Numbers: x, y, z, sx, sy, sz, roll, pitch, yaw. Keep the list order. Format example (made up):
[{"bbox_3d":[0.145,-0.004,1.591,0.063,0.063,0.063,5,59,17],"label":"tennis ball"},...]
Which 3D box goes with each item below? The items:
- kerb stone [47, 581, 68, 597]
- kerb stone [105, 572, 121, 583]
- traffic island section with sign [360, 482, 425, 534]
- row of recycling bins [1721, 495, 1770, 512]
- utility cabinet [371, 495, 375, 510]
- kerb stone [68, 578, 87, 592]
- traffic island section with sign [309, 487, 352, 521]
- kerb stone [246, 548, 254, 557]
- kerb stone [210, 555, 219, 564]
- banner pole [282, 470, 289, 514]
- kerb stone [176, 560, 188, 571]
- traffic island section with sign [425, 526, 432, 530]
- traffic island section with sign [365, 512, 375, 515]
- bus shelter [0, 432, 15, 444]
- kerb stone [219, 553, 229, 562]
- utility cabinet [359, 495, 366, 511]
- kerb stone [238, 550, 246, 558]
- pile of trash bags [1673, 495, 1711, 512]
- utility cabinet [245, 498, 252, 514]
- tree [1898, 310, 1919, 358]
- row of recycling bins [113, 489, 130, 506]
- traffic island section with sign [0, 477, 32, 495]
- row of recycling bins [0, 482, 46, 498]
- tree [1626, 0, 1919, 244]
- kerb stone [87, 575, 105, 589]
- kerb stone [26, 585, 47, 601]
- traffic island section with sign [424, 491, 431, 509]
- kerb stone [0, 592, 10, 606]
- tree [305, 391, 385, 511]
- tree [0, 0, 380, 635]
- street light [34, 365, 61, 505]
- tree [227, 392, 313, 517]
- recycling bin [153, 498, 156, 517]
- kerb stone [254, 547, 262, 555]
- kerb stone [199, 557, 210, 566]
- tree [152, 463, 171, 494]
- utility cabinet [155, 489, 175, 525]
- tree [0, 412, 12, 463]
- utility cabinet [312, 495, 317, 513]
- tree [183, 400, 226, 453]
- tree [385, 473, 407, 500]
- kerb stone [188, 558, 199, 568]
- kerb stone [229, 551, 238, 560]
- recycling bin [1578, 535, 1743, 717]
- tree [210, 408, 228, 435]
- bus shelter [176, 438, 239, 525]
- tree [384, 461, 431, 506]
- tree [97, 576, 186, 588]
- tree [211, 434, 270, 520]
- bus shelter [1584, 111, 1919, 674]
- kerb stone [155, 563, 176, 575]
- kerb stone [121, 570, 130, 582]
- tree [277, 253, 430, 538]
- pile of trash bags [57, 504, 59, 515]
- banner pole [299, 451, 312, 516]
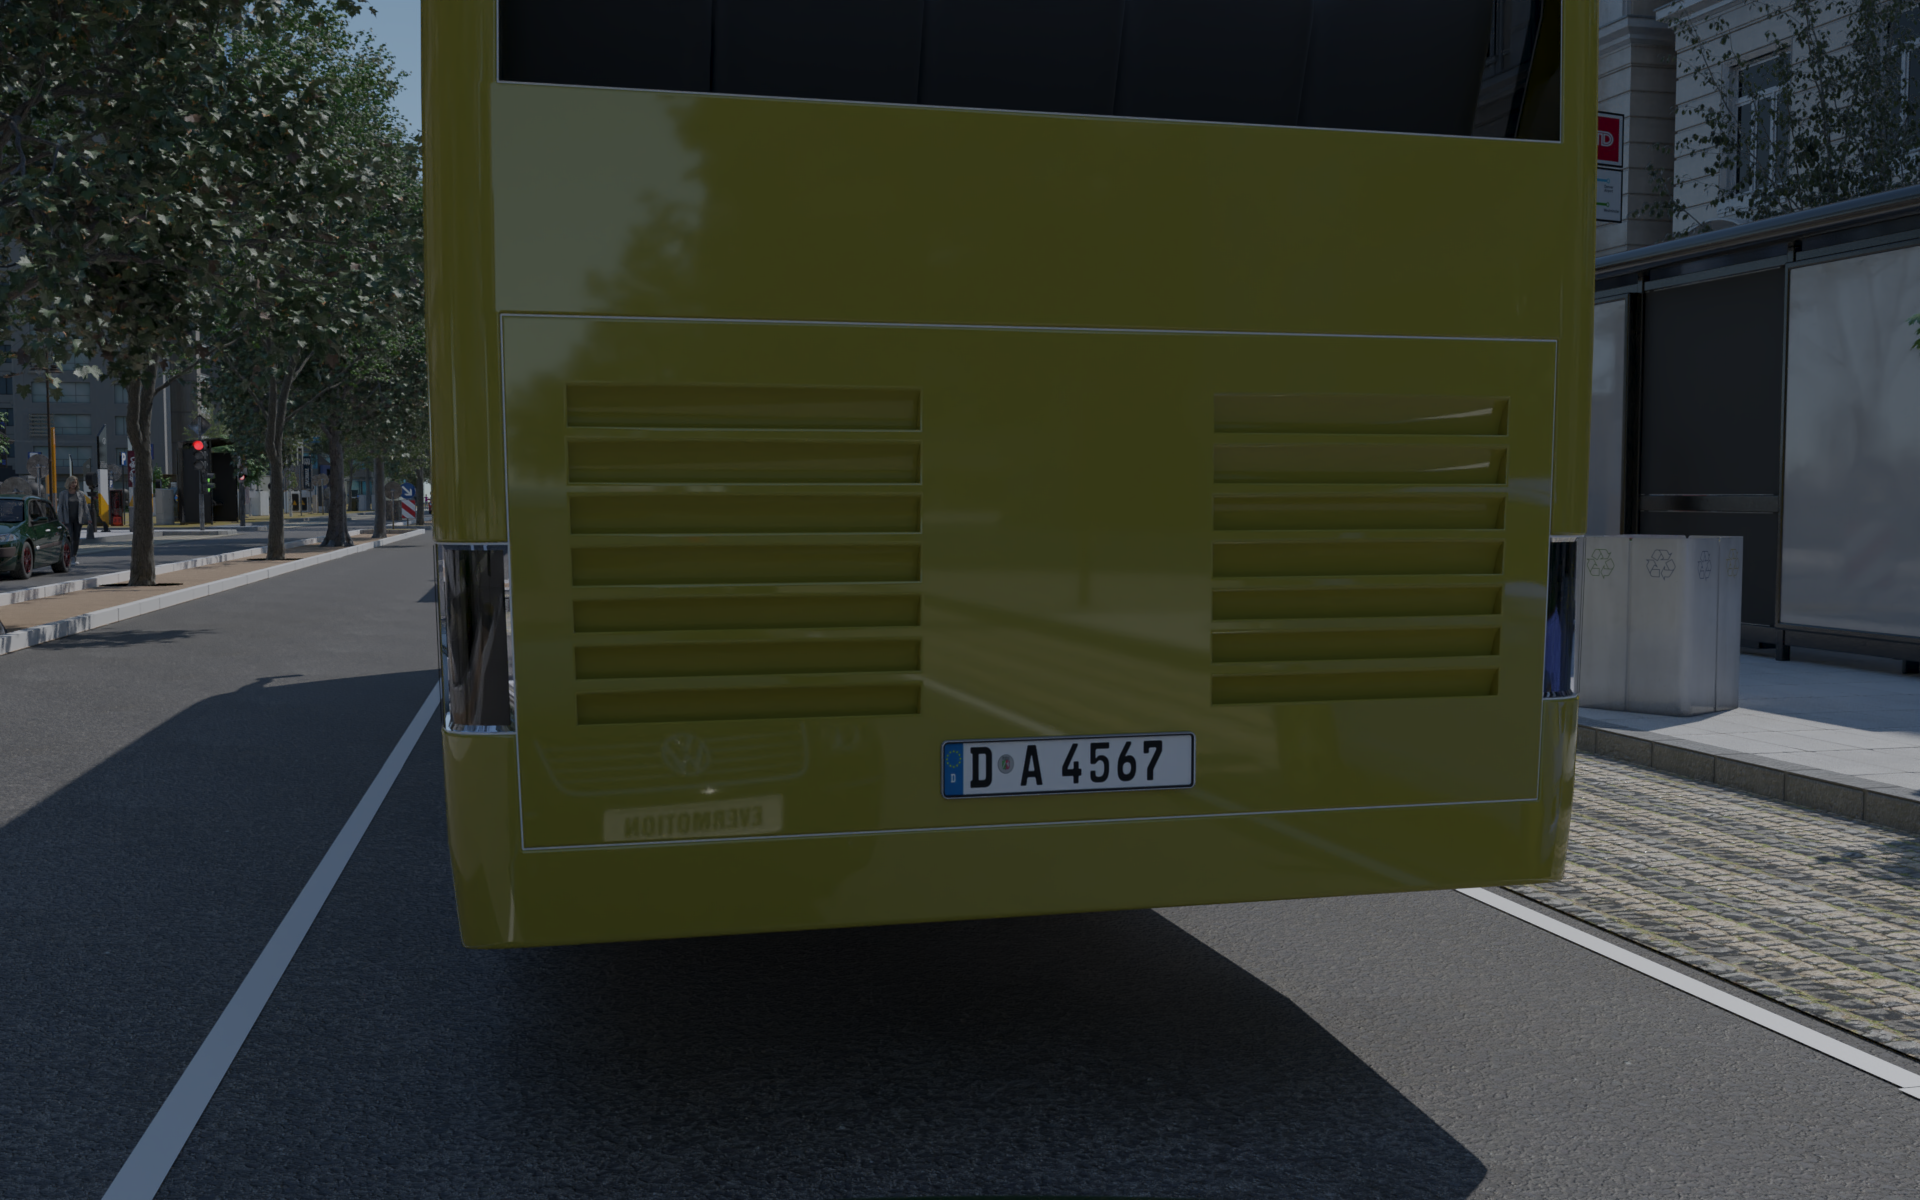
[{"bbox_3d":[-12.816,-0.132,24.420,0.120,0.150,1.000,-1,4,-13],"label":"kerb stone"},{"bbox_3d":[-13.515,-0.319,27.414,0.120,0.150,1.000,-1,4,-13],"label":"kerb stone"},{"bbox_3d":[-20.557,-3.331,62.593,2.006,1.907,1.989,-1,4,-13],"label":"traffic island section with sign"},{"bbox_3d":[13.900,-1.307,28.483,1.069,1.692,3.534,-1,4,-15],"label":"row of recycling bins"},{"bbox_3d":[-47.073,-7.877,139.956,1.020,1.237,0.306,2,4,26],"label":"utility cabinet"},{"bbox_3d":[-13.044,-0.197,25.416,0.120,0.150,1.000,-1,4,-13],"label":"kerb stone"},{"bbox_3d":[-33.706,-5.146,92.772,1.989,1.847,2.006,-1,4,-13],"label":"traffic island section with sign"},{"bbox_3d":[-16.277,-1.051,39.409,0.120,0.150,1.000,-1,4,-13],"label":"kerb stone"},{"bbox_3d":[-15.359,-0.798,35.400,0.120,0.150,1.000,-1,4,-13],"label":"kerb stone"},{"bbox_3d":[-43.907,-7.483,112.356,0.863,3.779,0.401,2,4,28],"label":"banner pole"},{"bbox_3d":[-14.663,-0.616,32.408,0.120,0.150,1.000,-1,4,-13],"label":"kerb stone"},{"bbox_3d":[-22.214,-3.772,69.814,2.006,1.907,1.989,-1,4,-13],"label":"traffic island section with sign"},{"bbox_3d":[-39.758,-6.753,119.041,1.989,1.847,2.006,-1,4,-13],"label":"traffic island section with sign"},{"bbox_3d":[-28.334,-3.334,48.427,2.014,3.302,5.546,-1,4,-13],"label":"bus shelter"},{"bbox_3d":[-15.584,-0.865,36.396,0.120,0.150,1.000,-1,4,-13],"label":"kerb stone"},{"bbox_3d":[-45.790,-7.388,131.963,1.020,1.237,0.306,0,4,6],"label":"utility cabinet"},{"bbox_3d":[-16.049,-0.988,38.410,0.120,0.150,1.000,-1,4,-13],"label":"kerb stone"},{"bbox_3d":[10.479,-0.997,26.047,1.912,1.369,3.447,0,4,3],"label":"pile of trash bags"},{"bbox_3d":[-44.987,-6.017,109.534,1.020,1.237,0.306,0,4,-7],"label":"utility cabinet"},{"bbox_3d":[5.059,-0.817,7.957,1.663,3.219,1.824,0,3,0],"label":"tree"},{"bbox_3d":[-63.875,-7.612,131.569,1.069,1.692,3.534,-3,5,-40],"label":"row of recycling bins"},{"bbox_3d":[-21.229,-1.843,38.762,1.989,1.847,2.006,-1,4,-13],"label":"traffic island section with sign"},{"bbox_3d":[-32.278,-3.156,58.719,1.069,1.692,3.534,0,4,7],"label":"row of recycling bins"},{"bbox_3d":[10.075,-4.238,19.649,4.360,8.622,3.978,0,3,0],"label":"tree"},{"bbox_3d":[-13.278,-0.251,26.412,0.120,0.150,1.000,-1,4,-13],"label":"kerb stone"},{"bbox_3d":[-12.593,-0.072,23.423,0.120,0.150,1.000,-1,4,-13],"label":"kerb stone"},{"bbox_3d":[-51.211,-9.785,168.617,1.989,1.847,2.006,-1,4,-13],"label":"traffic island section with sign"},{"bbox_3d":[-12.345,-0.014,22.431,0.120,0.150,1.000,-1,4,-13],"label":"kerb stone"},{"bbox_3d":[-44.634,-11.794,127.248,7.601,10.594,8.767,0,4,-5],"label":"tree"},{"bbox_3d":[-9.926,-5.958,16.873,9.611,12.733,9.660,0,3,0],"label":"tree"},{"bbox_3d":[-26.178,-4.709,49.773,0.468,5.910,1.993,-1,4,-13],"label":"street light"},{"bbox_3d":[-37.853,-8.978,97.147,4.737,8.622,4.395,0,3,0],"label":"tree"},{"bbox_3d":[-45.782,-5.281,98.904,0.722,1.027,0.722,-3,4,-38],"label":"recycling bin"},{"bbox_3d":[-16.500,-1.114,40.414,0.120,0.150,1.000,-1,4,-13],"label":"kerb stone"},{"bbox_3d":[-15.122,-0.747,34.404,0.120,0.150,1.000,-1,4,-13],"label":"kerb stone"},{"bbox_3d":[-49.224,-6.834,106.330,1.663,3.219,1.824,0,3,0],"label":"tree"},{"bbox_3d":[-32.766,-3.836,71.405,0.318,1.500,1.173,0,4,-4],"label":"utility cabinet"},{"bbox_3d":[-25.497,-3.617,42.849,4.285,4.588,4.351,0,3,0],"label":"tree"},{"bbox_3d":[-43.986,-6.561,118.430,0.306,1.237,1.020,0,4,-2],"label":"utility cabinet"},{"bbox_3d":[-53.658,-10.665,124.730,4.737,8.622,4.395,0,3,0],"label":"tree"},{"bbox_3d":[-55.198,-13.590,172.558,4.737,8.622,4.395,0,3,0],"label":"tree"},{"bbox_3d":[-14.887,-0.681,33.405,0.120,0.150,1.000,-1,4,-13],"label":"kerb stone"},{"bbox_3d":[-15.810,-0.930,37.403,0.120,0.150,1.000,-1,4,-13],"label":"kerb stone"},{"bbox_3d":[4.189,0.132,10.400,0.722,1.027,0.722,-3,5,-42],"label":"recycling bin"},{"bbox_3d":[-57.393,-11.403,136.795,4.360,8.622,3.978,0,3,0],"label":"tree"},{"bbox_3d":[-32.308,-5.113,74.878,1.731,3.624,6.357,-1,4,-13],"label":"bus shelter"},{"bbox_3d":[-58.303,-17.122,186.605,9.857,13.997,8.962,0,3,0],"label":"tree"},{"bbox_3d":[-12.539,-6.006,26.414,9.928,11.665,9.643,0,3,0],"label":"tree"},{"bbox_3d":[-35.783,-6.247,85.848,4.285,4.588,4.351,0,3,0],"label":"tree"},{"bbox_3d":[6.543,-2.323,15.620,2.179,5.291,8.768,-1,4,-13],"label":"bus shelter"},{"bbox_3d":[-14.438,-0.562,31.411,0.120,0.150,1.000,-1,4,-13],"label":"kerb stone"},{"bbox_3d":[-13.743,-0.380,28.413,0.120,0.150,1.000,-1,4,-13],"label":"kerb stone"},{"bbox_3d":[-18.939,-8.281,55.980,7.486,12.596,7.792,0,3,0],"label":"tree"},{"bbox_3d":[-39.454,-3.930,74.006,3.447,1.369,1.912,-2,4,-25],"label":"pile of trash bags"},{"bbox_3d":[-38.131,-6.774,100.767,0.863,3.779,0.401,-3,5,-42],"label":"banner pole"}]
